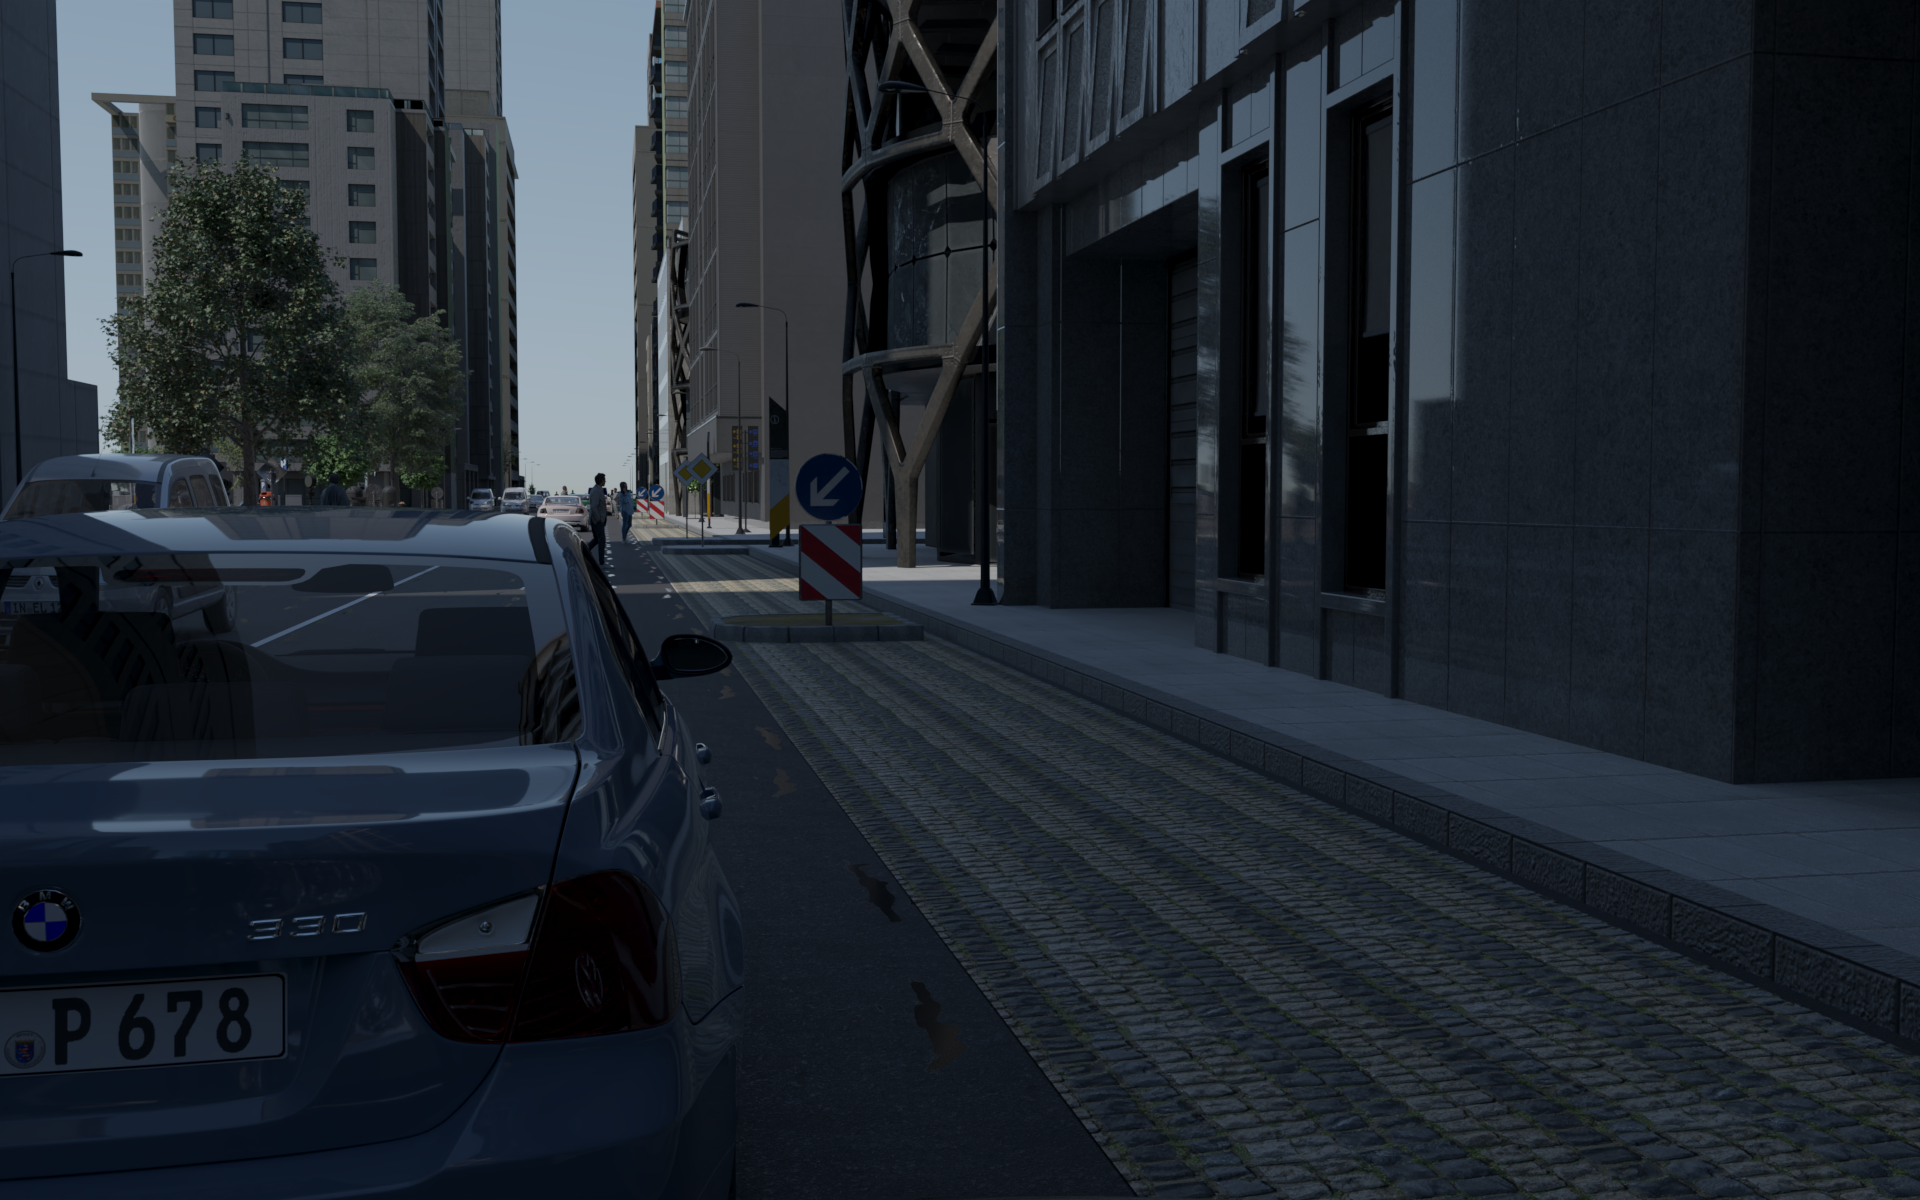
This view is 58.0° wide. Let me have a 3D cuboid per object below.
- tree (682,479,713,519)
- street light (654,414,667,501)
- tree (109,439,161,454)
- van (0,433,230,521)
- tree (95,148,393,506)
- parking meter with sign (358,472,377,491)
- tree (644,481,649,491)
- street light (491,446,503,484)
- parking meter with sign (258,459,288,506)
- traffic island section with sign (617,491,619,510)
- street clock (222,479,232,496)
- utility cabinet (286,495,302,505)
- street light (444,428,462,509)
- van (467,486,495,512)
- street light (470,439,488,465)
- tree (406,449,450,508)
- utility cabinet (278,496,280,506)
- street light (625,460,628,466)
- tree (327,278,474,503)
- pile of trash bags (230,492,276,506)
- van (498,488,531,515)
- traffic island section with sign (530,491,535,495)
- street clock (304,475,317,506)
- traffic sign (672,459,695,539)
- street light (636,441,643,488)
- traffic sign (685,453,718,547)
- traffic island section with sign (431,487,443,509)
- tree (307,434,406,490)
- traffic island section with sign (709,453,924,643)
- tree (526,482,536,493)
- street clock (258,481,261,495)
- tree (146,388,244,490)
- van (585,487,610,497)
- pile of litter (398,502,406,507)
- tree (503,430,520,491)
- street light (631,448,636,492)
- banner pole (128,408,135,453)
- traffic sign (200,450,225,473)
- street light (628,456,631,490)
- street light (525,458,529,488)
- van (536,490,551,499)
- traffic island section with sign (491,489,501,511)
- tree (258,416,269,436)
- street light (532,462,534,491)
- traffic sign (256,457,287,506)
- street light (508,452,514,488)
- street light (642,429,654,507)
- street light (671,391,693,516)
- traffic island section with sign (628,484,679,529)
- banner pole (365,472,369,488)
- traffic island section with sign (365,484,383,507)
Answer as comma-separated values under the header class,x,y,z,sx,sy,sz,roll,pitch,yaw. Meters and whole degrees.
class,x,y,z,sx,sy,sz,roll,pitch,yaw
tree,-13.590,-5.767,88.889,1.663,3.219,1.824,0,3,0
street light,-16.929,-7.859,101.041,1.470,5.913,1.316,-1,4,-12
tree,-48.869,-7.273,102.623,4.285,4.588,4.351,0,3,0
van,-8.190,-0.590,16.654,2.013,2.044,4.112,-1,4,-10
tree,-23.931,-8.611,57.802,9.611,12.733,9.660,0,3,0
parking meter with sign,-40.018,-7.330,116.099,1.738,3.016,0.543,-2,4,-28
tree,-36.852,-12.991,207.007,1.663,3.219,1.824,0,3,0
street light,-45.192,-11.947,167.881,1.470,5.913,1.316,-1,4,-12
parking meter with sign,-33.512,-5.366,83.997,0.543,3.016,1.738,3,4,38
traffic island section with sign,-28.344,-8.504,147.666,1.989,1.847,2.006,-1,4,-12
street clock,-35.066,-4.786,82.821,0.471,2.002,0.358,1,4,16
utility cabinet,-43.444,-6.220,112.857,1.020,1.237,0.306,-2,4,-32
street light,-35.860,-9.165,122.391,1.470,5.913,1.316,-1,4,-12
van,-34.997,-7.321,126.712,2.013,2.044,4.112,-1,4,-12
street light,-40.563,-10.577,145.468,1.470,5.913,1.316,-1,4,-12
tree,-35.548,-8.012,114.709,4.285,4.588,4.351,0,3,0
utility cabinet,-36.537,-4.944,91.999,0.306,1.237,1.020,1,4,15
street light,-39.892,-14.627,211.689,1.470,5.913,1.316,-1,4,-12
tree,-33.229,-11.931,101.724,9.857,13.997,8.962,0,3,0
pile of trash bags,-28.934,-3.667,69.710,3.447,1.369,1.912,1,4,23
van,-28.578,-6.374,111.222,2.013,2.044,4.112,-1,4,-12
traffic island section with sign,-55.606,-13.273,225.640,1.989,1.847,2.006,-1,4,-12
street clock,-24.437,-3.708,65.203,0.471,2.002,0.358,2,4,32
traffic sign,-7.857,-2.821,49.767,0.795,2.450,0.064,-1,4,-12
street light,-27.534,-11.026,152.810,1.470,5.913,1.316,-1,4,-12
traffic sign,-6.245,-2.343,41.946,0.795,2.450,0.064,-1,4,-12
traffic island section with sign,-28.792,-5.315,95.534,1.989,1.847,2.006,-1,4,-12
tree,-28.923,-5.924,80.569,4.285,4.588,4.351,0,3,0
traffic island section with sign,-1.524,-0.545,17.531,1.989,1.847,2.006,-1,4,-12
tree,-68.628,-17.279,277.109,1.663,3.219,1.824,0,3,0
street clock,-37.901,-5.473,94.058,0.358,2.002,0.471,-3,4,-38
tree,-41.370,-8.663,91.997,4.737,8.622,4.395,0,3,0
van,-33.086,-9.401,158.083,2.240,2.365,5.245,-1,4,-12
pile of litter,-31.559,-5.101,97.364,1.719,0.858,1.176,2,4,30
tree,-51.913,-15.040,196.258,4.360,8.622,3.978,0,3,0
street light,-32.251,-12.395,175.205,1.470,5.913,1.316,-1,4,-12
banner pole,-24.123,-3.701,50.535,0.401,3.779,0.863,-2,4,-32
traffic sign,-17.263,-2.206,39.705,0.795,2.450,0.064,-1,4,-12
street light,-36.986,-13.828,198.631,1.470,5.913,1.316,-1,4,-12
street light,-57.128,-15.496,225.897,1.470,5.913,1.316,-1,4,-12
van,-45.210,-11.055,187.765,2.013,2.044,4.112,-1,4,-11
traffic island section with sign,-38.784,-8.278,143.981,1.989,1.847,2.006,-1,4,-12
tree,-48.314,-10.159,116.468,4.737,8.622,4.395,0,3,0
street light,-61.774,-16.883,248.579,1.470,5.913,1.316,-1,4,-12
traffic sign,-18.875,-2.684,47.526,0.795,2.450,0.064,-1,4,-12
street light,-49.770,-13.330,190.487,1.470,5.913,1.316,-1,4,-12
street light,-22.934,-9.654,130.391,1.470,5.913,1.316,-1,4,-12
street light,-12.299,-6.487,78.608,1.470,5.913,1.316,-1,4,-12
traffic island section with sign,-12.779,-3.889,72.215,1.989,1.847,2.006,-1,4,-12
banner pole,-37.183,-7.254,108.612,0.401,3.779,0.863,-3,5,-39
traffic island section with sign,-23.339,-3.695,69.046,1.989,1.847,2.006,-1,4,-12
